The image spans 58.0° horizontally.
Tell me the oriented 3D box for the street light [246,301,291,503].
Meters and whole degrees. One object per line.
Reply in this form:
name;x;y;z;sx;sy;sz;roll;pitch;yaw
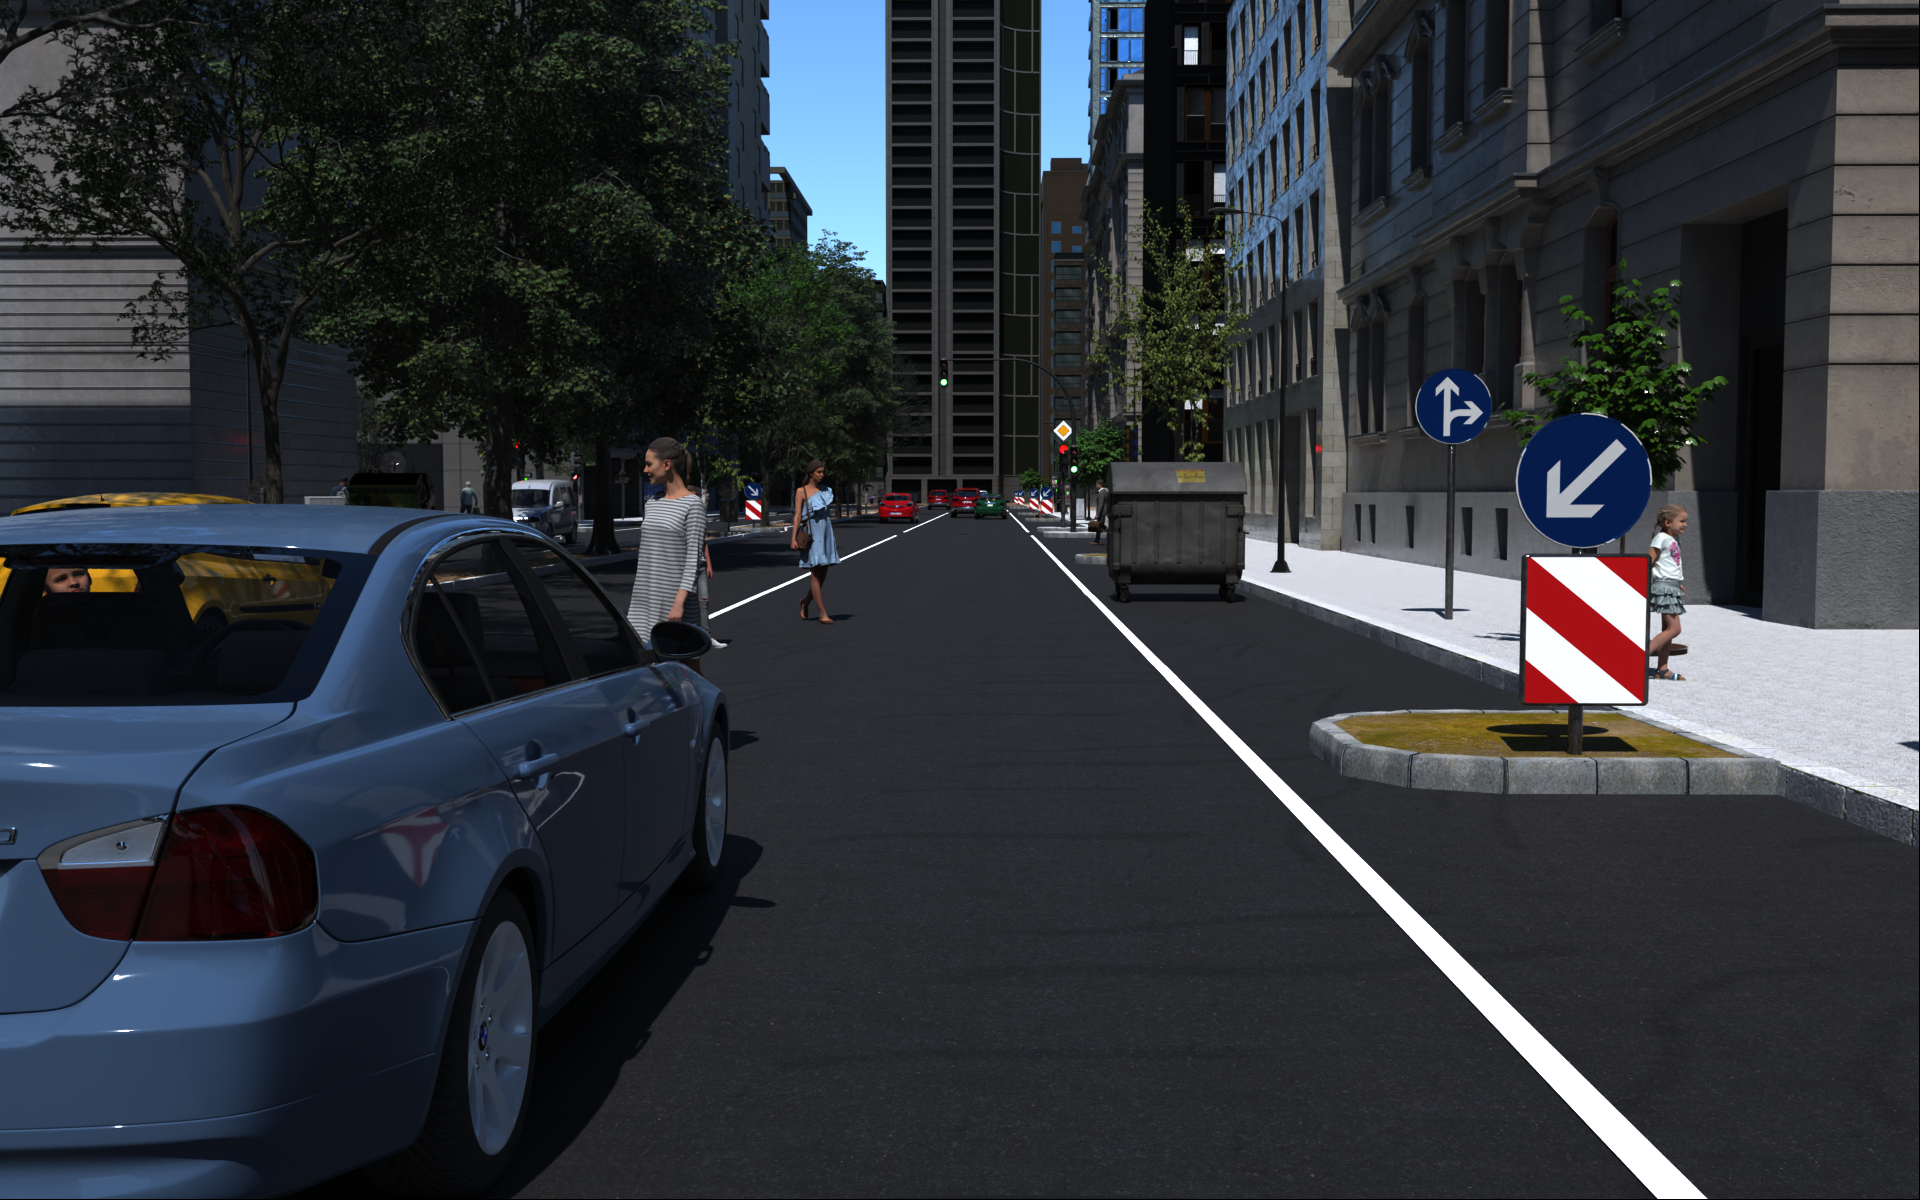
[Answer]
street light;-16.623;-4.237;41.819;1.470;5.913;1.316;0;4;1

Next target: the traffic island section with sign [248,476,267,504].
traffic island section with sign;-14.990;-1.722;36.781;1.989;1.847;2.006;0;4;1

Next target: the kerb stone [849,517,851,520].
kerb stone;-6.229;-4.461;95.135;0.120;0.150;1.000;0;4;1

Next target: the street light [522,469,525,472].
street light;-16.192;-5.736;66.320;1.470;5.913;1.316;0;4;1

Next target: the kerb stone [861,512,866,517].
kerb stone;-6.036;-5.151;106.412;0.120;0.150;1.000;0;4;1

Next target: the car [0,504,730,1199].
car;-1.778;0.438;4.846;2.014;1.417;4.499;0;4;1

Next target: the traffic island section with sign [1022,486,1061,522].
traffic island section with sign;4.414;-5.025;90.786;1.989;1.847;2.006;0;4;1

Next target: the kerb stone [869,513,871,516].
kerb stone;-5.956;-5.400;110.512;0.120;0.150;1.000;0;4;1

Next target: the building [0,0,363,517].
building;-31.267;-12.750;50.259;24.055;21.916;13.314;0;4;1

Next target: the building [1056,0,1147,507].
building;20.702;-51.782;159.307;22.319;86.520;31.000;0;4;1

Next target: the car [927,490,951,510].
car;-1.902;-9.130;157.944;2.281;1.827;5.304;0;4;1

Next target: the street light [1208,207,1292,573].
street light;4.713;-3.404;28.204;1.470;5.913;1.316;0;4;1

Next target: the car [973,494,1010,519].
car;1.777;-5.368;99.561;2.131;1.459;4.920;0;4;2

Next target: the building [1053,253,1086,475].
building;18.106;-26.686;208.009;14.160;30.474;14.107;0;4;1

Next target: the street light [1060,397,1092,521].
street light;5.651;-6.758;83.037;1.470;5.913;1.316;0;4;1

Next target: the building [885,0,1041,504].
building;0.696;-48.769;235.629;20.611;71.187;20.563;0;4;1

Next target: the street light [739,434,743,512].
street light;-15.217;-9.288;124.397;1.470;5.913;1.316;0;4;1

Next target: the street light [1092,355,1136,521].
street light;5.293;-5.226;57.993;1.470;5.913;1.316;0;4;1

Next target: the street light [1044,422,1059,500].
street light;6.133;-8.534;112.075;1.470;5.913;1.316;0;4;1

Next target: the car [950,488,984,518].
car;0.477;-5.948;105.924;2.281;1.827;5.304;0;4;1

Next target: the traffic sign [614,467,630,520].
traffic sign;-16.429;-5.157;84.322;0.884;2.594;0.081;0;4;2

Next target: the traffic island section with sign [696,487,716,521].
traffic island section with sign;-13.996;-5.072;91.560;1.989;1.847;2.006;0;4;1

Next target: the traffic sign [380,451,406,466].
traffic sign;-16.757;-3.124;51.189;0.768;2.556;0.104;0;4;2

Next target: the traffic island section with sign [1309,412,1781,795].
traffic island section with sign;2.943;-0.036;9.212;1.989;1.847;2.006;0;4;1

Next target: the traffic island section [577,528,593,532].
traffic island section;-14.776;-2.707;66.533;2.009;0.180;2.903;0;4;1

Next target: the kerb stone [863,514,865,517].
kerb stone;-6.041;-5.088;105.387;0.120;0.150;1.000;0;4;1

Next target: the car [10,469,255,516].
car;-6.196;-0.220;13.820;2.015;1.641;3.980;0;4;1

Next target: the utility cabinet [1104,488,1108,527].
utility cabinet;5.932;-3.477;65.535;1.173;1.500;0.318;-3;5;-41

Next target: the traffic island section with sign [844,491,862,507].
traffic island section with sign;-12.112;-11.450;195.835;1.989;1.847;2.006;0;4;1

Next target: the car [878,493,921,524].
car;-3.005;-4.658;85.202;2.155;1.783;4.494;0;4;2

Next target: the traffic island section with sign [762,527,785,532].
traffic island section with sign;-7.790;-3.543;66.063;2.006;1.907;1.989;0;4;1

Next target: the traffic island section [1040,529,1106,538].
traffic island section;3.818;-2.197;58.208;2.009;0.180;2.903;0;4;1

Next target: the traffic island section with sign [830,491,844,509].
traffic island section with sign;-12.618;-9.764;168.270;1.989;1.847;2.006;0;4;1

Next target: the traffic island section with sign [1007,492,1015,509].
traffic island section with sign;5.806;-9.743;167.930;1.989;1.847;2.006;0;4;1

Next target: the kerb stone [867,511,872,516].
kerb stone;-5.939;-5.464;111.534;0.120;0.150;1.000;0;4;1

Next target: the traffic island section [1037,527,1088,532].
traffic island section;3.962;-2.686;66.192;2.009;0.180;2.903;0;4;1

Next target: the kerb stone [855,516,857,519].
kerb stone;-6.161;-4.712;99.240;0.120;0.150;1.000;0;4;1

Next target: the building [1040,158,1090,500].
building;18.053;-35.685;233.567;14.200;45.320;14.600;0;4;1

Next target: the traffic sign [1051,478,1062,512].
traffic sign;6.714;-7.396;121.024;0.768;2.556;0.104;0;4;2

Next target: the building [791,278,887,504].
building;-16.719;-28.269;233.906;14.107;30.474;14.160;0;4;1

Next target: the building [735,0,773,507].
building;-31.715;-34.621;155.284;28.713;52.752;27.495;0;4;1

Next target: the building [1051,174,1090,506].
building;26.266;-30.348;188.070;32.217;40.220;23.993;0;4;1

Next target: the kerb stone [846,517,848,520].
kerb stone;-6.266;-4.336;93.084;0.120;0.150;1.000;0;4;1

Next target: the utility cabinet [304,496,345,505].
utility cabinet;-16.876;-2.135;46.075;0.306;1.237;1.020;3;5;41

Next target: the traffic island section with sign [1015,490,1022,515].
traffic island section with sign;4.904;-6.681;117.861;1.989;1.847;2.006;0;4;1

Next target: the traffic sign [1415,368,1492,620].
traffic sign;5.005;-1.073;17.655;0.768;2.556;0.104;0;4;3

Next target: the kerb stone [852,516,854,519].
kerb stone;-6.191;-4.580;97.183;0.120;0.150;1.000;0;4;1

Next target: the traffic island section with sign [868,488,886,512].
traffic island section with sign;-6.447;-8.138;141.190;2.006;1.907;1.989;0;4;1

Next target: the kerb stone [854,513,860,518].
kerb stone;-6.119;-4.838;101.289;0.120;0.150;1.000;0;4;1

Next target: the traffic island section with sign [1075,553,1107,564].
traffic island section with sign;3.421;-1.684;36.163;1.989;1.847;2.006;0;4;1

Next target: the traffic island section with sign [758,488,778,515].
traffic island section with sign;-13.510;-6.721;118.511;1.989;1.847;2.006;0;4;1

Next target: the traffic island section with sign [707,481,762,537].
traffic island section with sign;-7.933;-3.090;58.658;2.006;1.907;1.989;0;4;1
